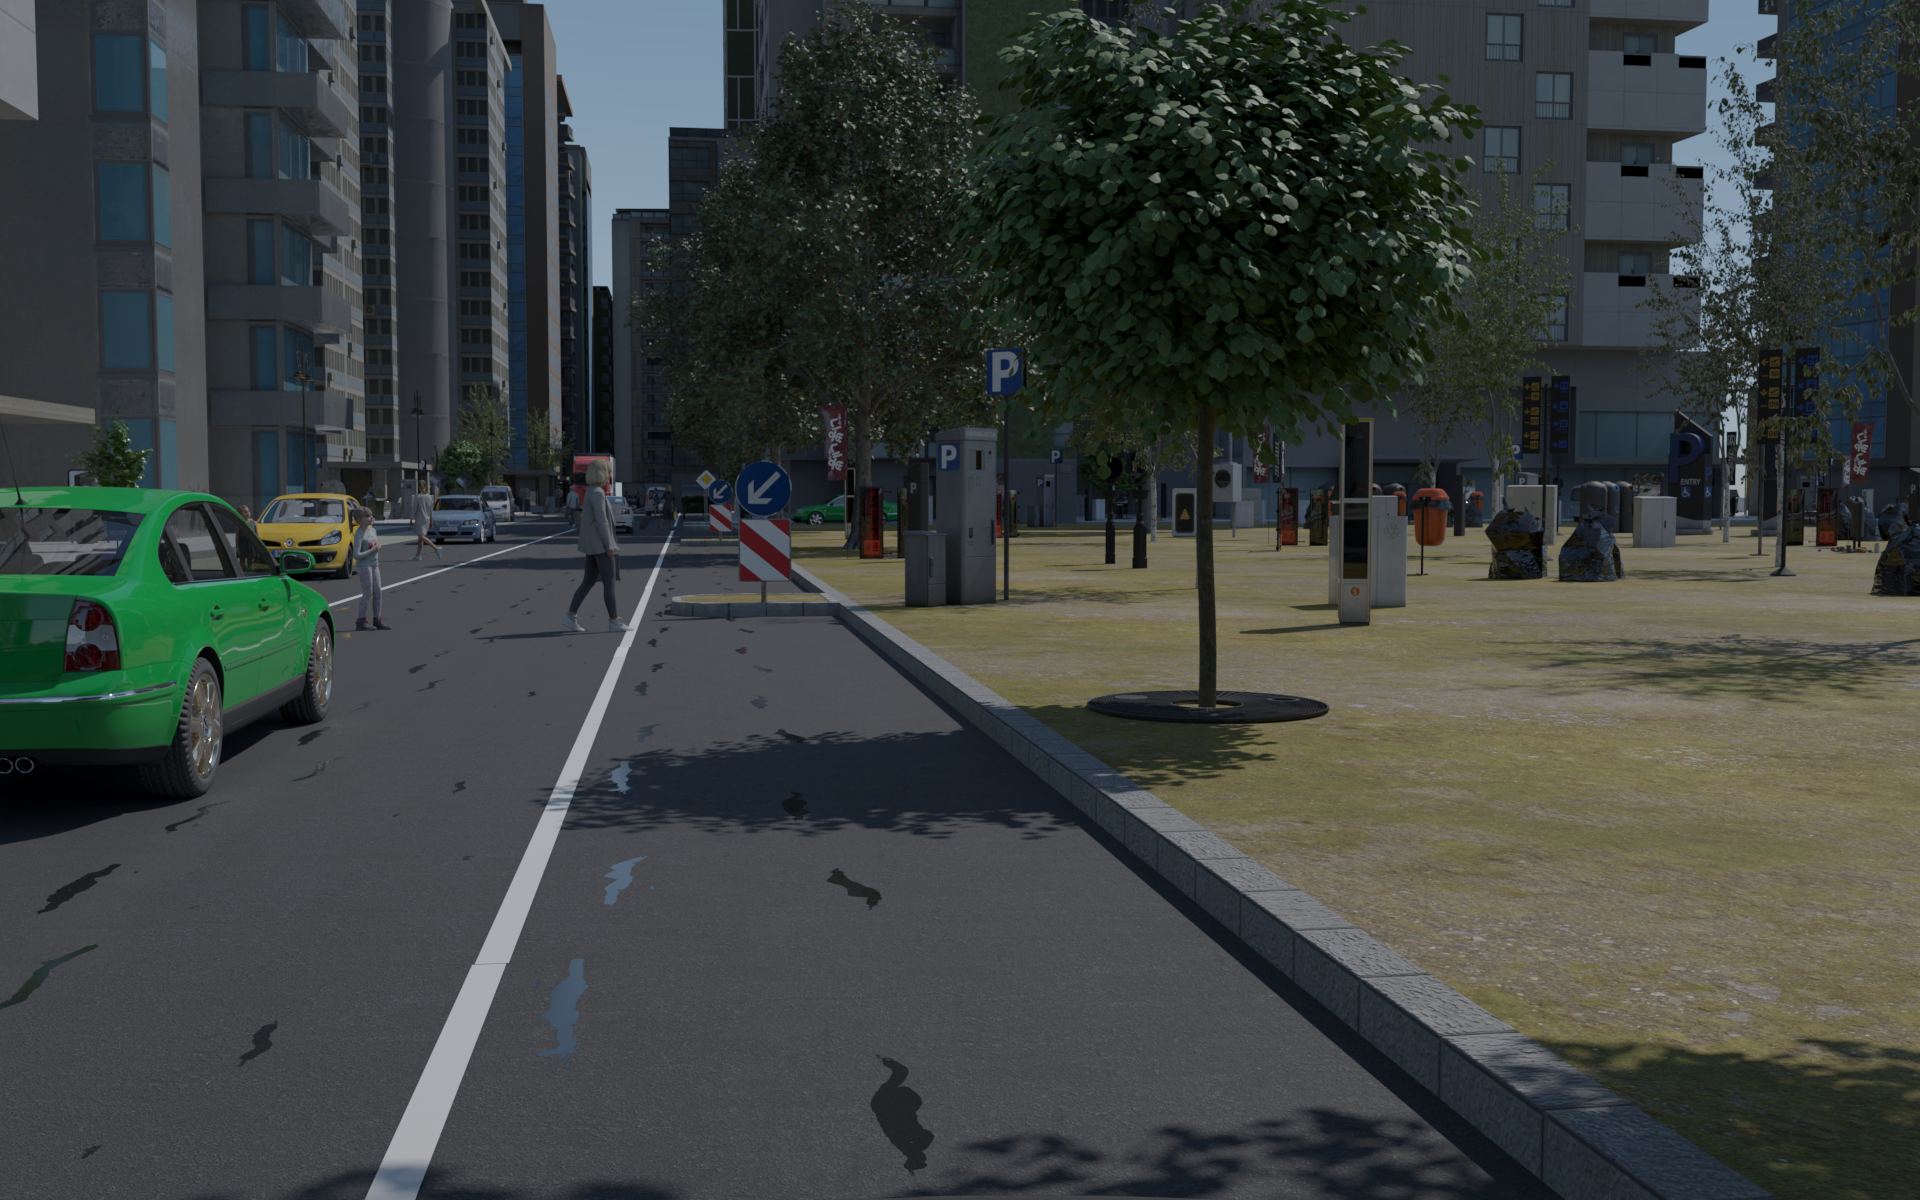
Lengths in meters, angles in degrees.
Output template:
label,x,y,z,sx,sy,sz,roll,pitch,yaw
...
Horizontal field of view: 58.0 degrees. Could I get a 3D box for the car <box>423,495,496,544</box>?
label,x,y,z,sx,sy,sz,roll,pitch,yaw
car,-14.724,-2.379,50.903,2.014,1.417,4.499,0,4,-8

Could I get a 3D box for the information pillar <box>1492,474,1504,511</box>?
label,x,y,z,sx,sy,sz,roll,pitch,yaw
information pillar,19.454,-3.558,62.668,0.304,2.012,0.304,3,5,40

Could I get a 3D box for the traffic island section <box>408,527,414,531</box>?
label,x,y,z,sx,sy,sz,roll,pitch,yaw
traffic island section,-20.700,-2.851,68.892,2.009,0.180,2.903,-1,4,-9

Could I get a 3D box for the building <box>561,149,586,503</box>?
label,x,y,z,sx,sy,sz,roll,pitch,yaw
building,-50.815,-31.545,199.361,14.154,41.232,14.086,-1,4,-9

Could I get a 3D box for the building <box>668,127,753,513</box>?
label,x,y,z,sx,sy,sz,roll,pitch,yaw
building,-16.327,-22.551,140.407,14.160,30.474,14.107,-1,4,-9

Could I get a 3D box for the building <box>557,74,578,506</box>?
label,x,y,z,sx,sy,sz,roll,pitch,yaw
building,-50.901,-31.925,176.591,22.147,44.769,28.867,-1,4,-9

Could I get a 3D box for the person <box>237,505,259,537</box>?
label,x,y,z,sx,sy,sz,roll,pitch,yaw
person,-11.158,-0.854,27.130,0.362,1.253,0.373,-2,4,-31

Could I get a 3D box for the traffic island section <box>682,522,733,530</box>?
label,x,y,z,sx,sy,sz,roll,pitch,yaw
traffic island section,-10.285,-2.950,70.517,2.009,0.180,2.903,-1,4,-9

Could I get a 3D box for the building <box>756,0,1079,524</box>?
label,x,y,z,sx,sy,sz,roll,pitch,yaw
building,-2.526,-24.481,83.855,14.086,41.232,14.154,-1,4,-9

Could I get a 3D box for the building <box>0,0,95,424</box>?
label,x,y,z,sx,sy,sz,roll,pitch,yaw
building,-29.754,-26.373,20.435,28.713,52.752,27.495,-1,4,-9

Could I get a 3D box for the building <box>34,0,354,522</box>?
label,x,y,z,sx,sy,sz,roll,pitch,yaw
building,-36.287,-26.596,54.451,30.456,49.044,23.786,-1,4,-9

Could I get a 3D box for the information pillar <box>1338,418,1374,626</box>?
label,x,y,z,sx,sy,sz,roll,pitch,yaw
information pillar,3.869,-0.762,16.951,0.304,2.012,0.304,1,4,10

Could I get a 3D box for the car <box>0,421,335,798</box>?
label,x,y,z,sx,sy,sz,roll,pitch,yaw
car,-4.656,-0.037,9.396,1.959,1.807,4.718,-1,4,-9

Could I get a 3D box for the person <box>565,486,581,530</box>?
label,x,y,z,sx,sy,sz,roll,pitch,yaw
person,-15.626,-3.739,70.116,0.515,1.767,0.782,2,4,27

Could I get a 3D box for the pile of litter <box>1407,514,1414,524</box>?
label,x,y,z,sx,sy,sz,roll,pitch,yaw
pile of litter,19.434,-3.641,73.501,1.176,0.858,1.719,-3,5,-44

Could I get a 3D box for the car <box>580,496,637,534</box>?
label,x,y,z,sx,sy,sz,roll,pitch,yaw
car,-13.035,-3.166,64.131,2.083,1.381,4.827,-1,4,-10

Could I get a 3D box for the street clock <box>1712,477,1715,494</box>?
label,x,y,z,sx,sy,sz,roll,pitch,yaw
street clock,31.011,-4.109,71.753,0.471,2.002,0.358,2,4,25

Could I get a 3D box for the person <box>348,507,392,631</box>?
label,x,y,z,sx,sy,sz,roll,pitch,yaw
person,-6.197,-0.333,18.216,0.394,1.301,0.425,0,4,-3

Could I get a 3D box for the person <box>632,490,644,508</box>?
label,x,y,z,sx,sy,sz,roll,pitch,yaw
person,-32.918,-10.314,177.221,1.350,1.814,0.705,-1,4,-18

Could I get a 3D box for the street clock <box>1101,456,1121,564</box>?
label,x,y,z,sx,sy,sz,roll,pitch,yaw
street clock,2.762,-1.665,31.789,0.471,2.002,0.358,0,4,6

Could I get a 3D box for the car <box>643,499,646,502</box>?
label,x,y,z,sx,sy,sz,roll,pitch,yaw
car,-29.644,-9.482,167.615,1.945,1.354,3.894,-1,4,-11

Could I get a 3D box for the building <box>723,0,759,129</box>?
label,x,y,z,sx,sy,sz,roll,pitch,yaw
building,-21.376,-47.699,218.133,20.563,71.187,20.611,-1,4,-9

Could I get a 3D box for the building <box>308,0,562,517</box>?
label,x,y,z,sx,sy,sz,roll,pitch,yaw
building,-46.294,-26.563,126.190,32.217,40.220,23.993,-1,4,-9

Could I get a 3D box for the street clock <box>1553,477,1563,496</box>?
label,x,y,z,sx,sy,sz,roll,pitch,yaw
street clock,25.765,-4.288,74.674,0.358,2.002,0.471,-1,4,-13

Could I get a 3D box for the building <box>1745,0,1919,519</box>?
label,x,y,z,sx,sy,sz,roll,pitch,yaw
building,54.119,-27.182,94.533,14.200,45.320,14.600,-1,4,-9

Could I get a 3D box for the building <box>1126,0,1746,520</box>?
label,x,y,z,sx,sy,sz,roll,pitch,yaw
building,24.443,-31.077,97.340,27.495,52.752,28.713,-1,4,-9

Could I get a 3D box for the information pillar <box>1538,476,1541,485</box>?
label,x,y,z,sx,sy,sz,roll,pitch,yaw
information pillar,23.685,-4.031,70.396,0.304,2.012,0.304,-1,4,-21

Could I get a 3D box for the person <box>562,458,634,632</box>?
label,x,y,z,sx,sy,sz,roll,pitch,yaw
person,-3.791,-0.572,18.036,0.728,1.800,0.709,-1,4,-20

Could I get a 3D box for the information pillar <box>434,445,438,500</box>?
label,x,y,z,sx,sy,sz,roll,pitch,yaw
information pillar,-24.803,-5.546,82.033,0.183,3.616,0.504,-2,4,-27

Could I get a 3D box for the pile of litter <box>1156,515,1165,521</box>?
label,x,y,z,sx,sy,sz,roll,pitch,yaw
pile of litter,9.241,-4.211,82.817,1.719,0.858,1.176,-3,5,-41

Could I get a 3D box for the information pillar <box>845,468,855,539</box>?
label,x,y,z,sx,sy,sz,roll,pitch,yaw
information pillar,-3.118,-2.731,49.141,0.304,2.012,0.304,0,4,-5

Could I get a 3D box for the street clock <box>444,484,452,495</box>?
label,x,y,z,sx,sy,sz,roll,pitch,yaw
street clock,-31.044,-6.149,105.108,0.471,2.002,0.358,2,4,33

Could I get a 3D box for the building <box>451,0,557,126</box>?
label,x,y,z,sx,sy,sz,roll,pitch,yaw
building,-43.673,-30.938,155.949,14.600,45.320,14.200,-1,4,-9

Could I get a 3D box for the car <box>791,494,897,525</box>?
label,x,y,z,sx,sy,sz,roll,pitch,yaw
car,-4.972,-4.075,75.417,4.718,1.807,1.959,-1,4,-10

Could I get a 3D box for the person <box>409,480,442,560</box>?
label,x,y,z,sx,sy,sz,roll,pitch,yaw
person,-11.530,-1.717,37.325,0.760,1.731,0.466,0,4,1

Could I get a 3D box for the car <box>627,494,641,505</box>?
label,x,y,z,sx,sy,sz,roll,pitch,yaw
car,-42.534,-13.051,225.384,2.014,1.417,4.499,0,4,-7

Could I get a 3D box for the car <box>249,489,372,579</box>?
label,x,y,z,sx,sy,sz,roll,pitch,yaw
car,-11.341,-1.227,30.286,2.015,1.641,3.980,-1,4,-10

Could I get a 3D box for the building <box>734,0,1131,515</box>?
label,x,y,z,sx,sy,sz,roll,pitch,yaw
building,1.221,-25.902,115.381,32.217,40.220,23.993,-1,4,-9

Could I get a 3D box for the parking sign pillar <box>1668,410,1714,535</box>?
label,x,y,z,sx,sy,sz,roll,pitch,yaw
parking sign pillar,23.081,-4.054,54.752,1.447,3.967,1.447,-2,4,-33

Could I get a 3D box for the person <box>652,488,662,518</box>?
label,x,y,z,sx,sy,sz,roll,pitch,yaw
person,-18.243,-5.855,104.255,0.654,1.822,0.581,0,4,-8

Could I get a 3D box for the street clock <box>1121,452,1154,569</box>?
label,x,y,z,sx,sy,sz,roll,pitch,yaw
street clock,3.102,-1.545,29.835,0.358,2.002,0.471,-2,4,-33

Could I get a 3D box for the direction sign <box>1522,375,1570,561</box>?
label,x,y,z,sx,sy,sz,roll,pitch,yaw
direction sign,11.259,-2.529,33.346,0.876,3.537,0.379,2,4,31

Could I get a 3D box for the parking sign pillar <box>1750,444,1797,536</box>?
label,x,y,z,sx,sy,sz,roll,pitch,yaw
parking sign pillar,25.161,-3.964,53.283,1.447,3.967,1.447,-1,4,-10

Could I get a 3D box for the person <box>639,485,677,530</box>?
label,x,y,z,sx,sy,sz,roll,pitch,yaw
person,-12.096,-3.725,69.622,1.509,1.804,0.699,1,4,12

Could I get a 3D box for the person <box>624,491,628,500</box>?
label,x,y,z,sx,sy,sz,roll,pitch,yaw
person,-32.800,-9.812,169.648,0.721,1.743,1.217,-3,5,-39

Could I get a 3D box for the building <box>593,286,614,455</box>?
label,x,y,z,sx,sy,sz,roll,pitch,yaw
building,-55.031,-28.594,239.211,14.107,30.474,14.160,-1,4,-9

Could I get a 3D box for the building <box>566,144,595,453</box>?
label,x,y,z,sx,sy,sz,roll,pitch,yaw
building,-53.606,-34.686,217.225,14.200,45.320,14.600,-1,4,-9

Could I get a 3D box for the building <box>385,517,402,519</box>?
label,x,y,z,sx,sy,sz,roll,pitch,yaw
building,-46.401,-24.585,93.851,32.217,40.220,23.993,-1,4,-9

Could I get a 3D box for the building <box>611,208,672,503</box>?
label,x,y,z,sx,sy,sz,roll,pitch,yaw
building,-41.100,-34.094,241.033,14.086,41.232,14.154,-1,4,-9

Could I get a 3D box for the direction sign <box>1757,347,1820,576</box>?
label,x,y,z,sx,sy,sz,roll,pitch,yaw
direction sign,12.913,-2.145,27.068,0.876,3.537,0.379,3,4,38
